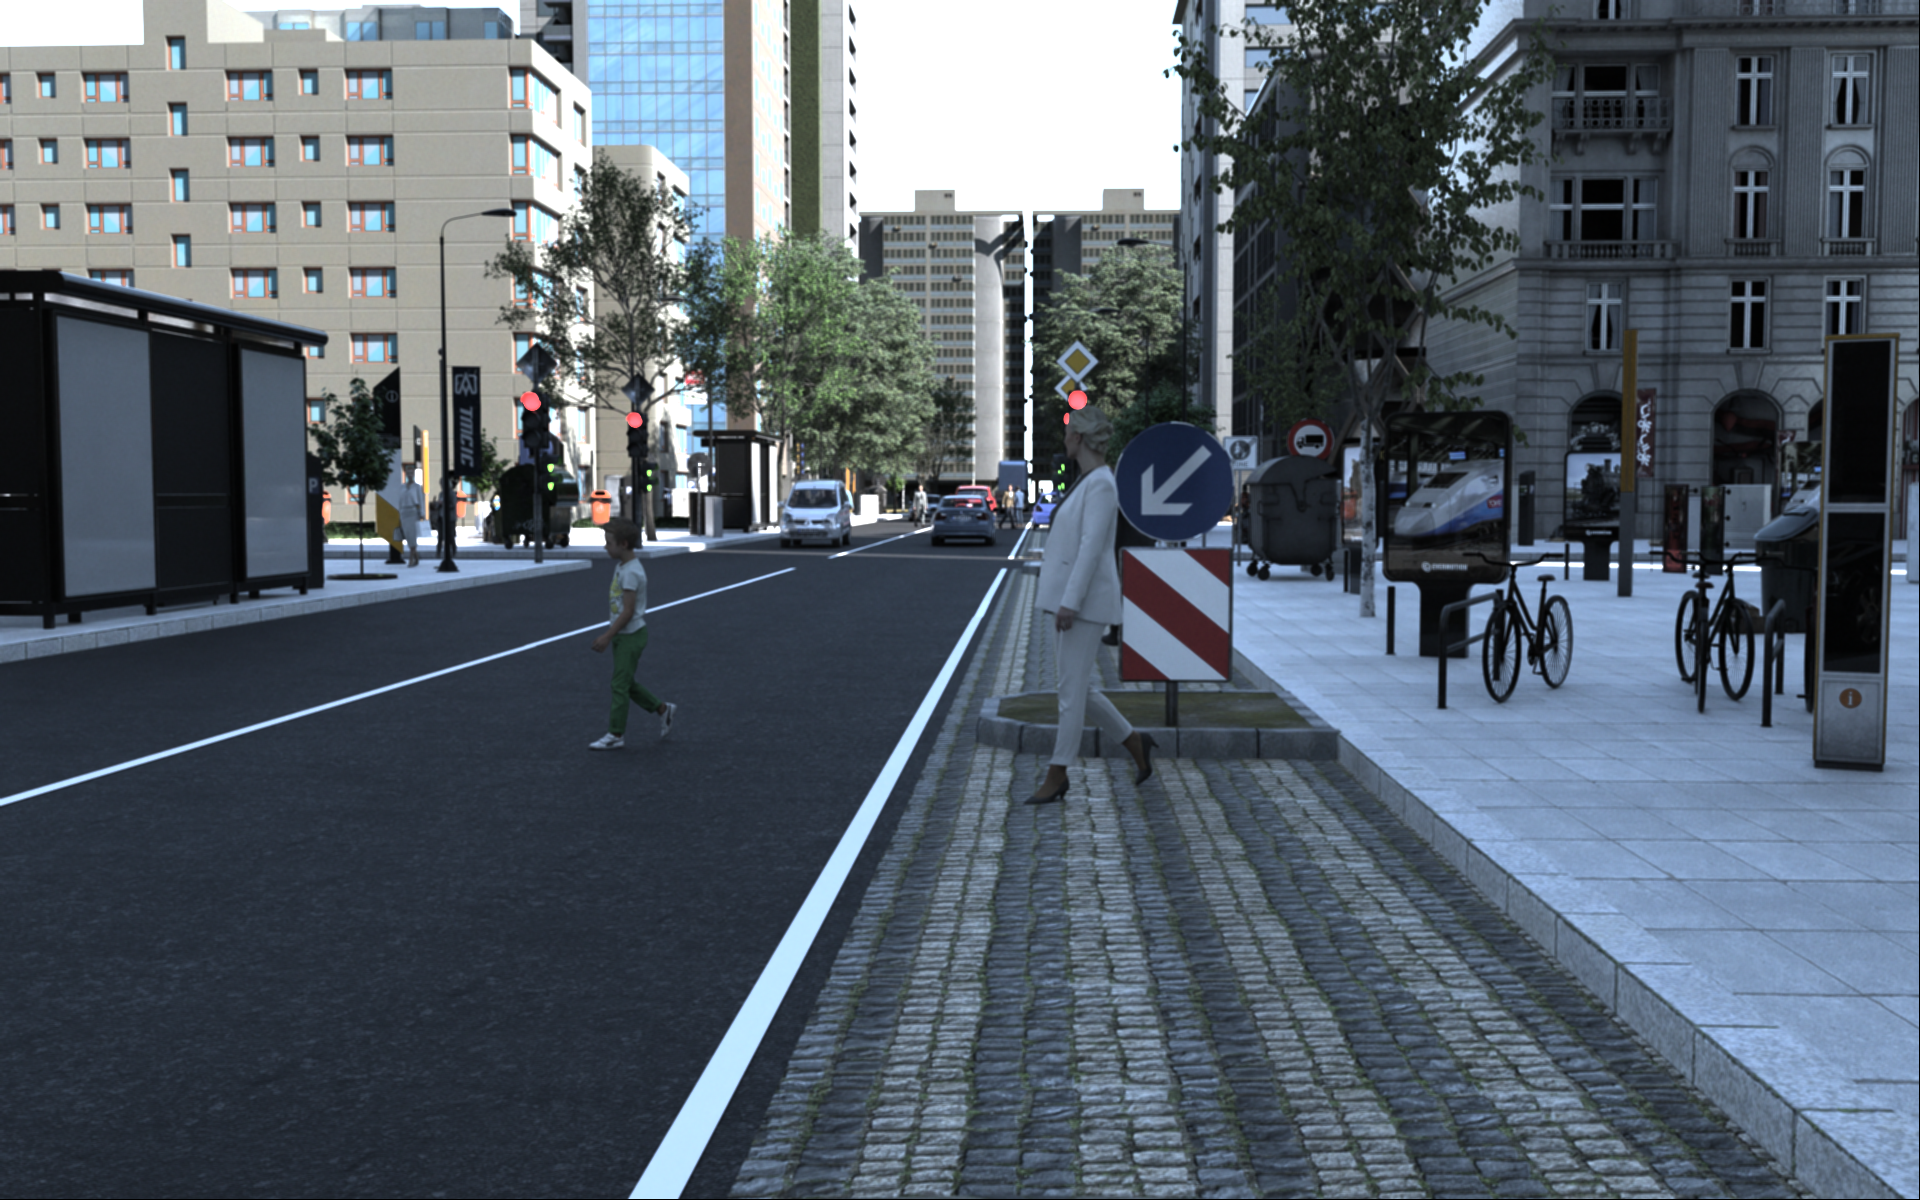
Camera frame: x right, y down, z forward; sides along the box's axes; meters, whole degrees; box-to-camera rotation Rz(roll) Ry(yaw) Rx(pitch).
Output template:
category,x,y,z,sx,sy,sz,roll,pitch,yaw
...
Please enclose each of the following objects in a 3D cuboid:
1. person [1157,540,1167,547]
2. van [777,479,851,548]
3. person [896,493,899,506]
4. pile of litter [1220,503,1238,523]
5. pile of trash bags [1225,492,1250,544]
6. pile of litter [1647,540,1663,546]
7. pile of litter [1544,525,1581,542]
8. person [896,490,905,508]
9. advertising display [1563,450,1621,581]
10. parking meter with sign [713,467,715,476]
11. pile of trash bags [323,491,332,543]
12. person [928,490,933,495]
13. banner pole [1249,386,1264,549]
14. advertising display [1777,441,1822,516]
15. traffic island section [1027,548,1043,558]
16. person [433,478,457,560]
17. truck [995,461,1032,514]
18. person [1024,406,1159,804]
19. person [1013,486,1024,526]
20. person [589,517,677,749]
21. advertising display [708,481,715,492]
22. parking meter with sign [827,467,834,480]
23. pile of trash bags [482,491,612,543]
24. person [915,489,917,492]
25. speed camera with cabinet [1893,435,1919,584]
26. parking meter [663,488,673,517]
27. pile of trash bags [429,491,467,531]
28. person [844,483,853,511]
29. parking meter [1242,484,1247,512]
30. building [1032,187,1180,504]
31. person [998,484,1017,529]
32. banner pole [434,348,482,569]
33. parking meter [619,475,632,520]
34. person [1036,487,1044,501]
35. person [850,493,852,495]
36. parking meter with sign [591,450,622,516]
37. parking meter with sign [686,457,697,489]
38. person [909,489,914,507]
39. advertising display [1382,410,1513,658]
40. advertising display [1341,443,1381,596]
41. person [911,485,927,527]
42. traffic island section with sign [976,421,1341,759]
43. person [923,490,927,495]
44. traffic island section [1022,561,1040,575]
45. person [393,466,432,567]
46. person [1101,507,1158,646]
category,x,y,z,sx,sy,sz,roll,pitch,yaw
person,4.970,-2.177,41.616,0.580,1.828,0.573,0,4,6
van,-3.957,-2.488,47.686,2.013,2.044,4.112,0,4,1
person,-6.844,-11.107,190.835,0.799,1.438,0.628,3,4,36
pile of litter,12.278,-3.957,78.670,1.176,0.858,1.719,2,4,32
pile of trash bags,8.763,-2.107,44.203,3.447,1.369,1.912,-1,4,-8
pile of litter,17.405,-1.730,42.243,1.176,0.858,1.719,1,4,20
pile of litter,16.567,-1.982,46.375,1.719,0.858,1.176,1,4,20
person,-5.536,-9.435,160.313,0.705,1.822,1.348,3,5,42
advertising display,9.458,-1.251,25.676,0.974,1.923,0.123,1,4,23
parking meter with sign,-16.029,-7.169,113.479,0.543,3.016,1.738,0,4,2
pile of trash bags,-17.380,-2.170,45.233,1.912,1.369,3.447,0,4,6
person,-2.786,-9.548,163.076,0.530,1.710,0.541,-3,5,-42
banner pole,6.981,-3.074,40.284,0.401,3.779,0.863,1,4,18
advertising display,10.343,-0.964,20.983,0.123,1.923,0.974,-2,4,-24
traffic island section,2.558,-1.068,39.740,2.009,0.180,2.903,0,4,3
person,-10.871,-1.707,36.585,0.537,1.800,0.526,3,4,38
truck,3.814,-8.851,134.467,2.967,4.110,18.799,0,4,5
person,0.637,0.016,8.114,0.818,1.842,0.514,-2,4,-26
person,2.597,-4.154,76.602,0.419,1.800,0.721,3,5,44
person,-1.860,0.176,9.868,0.590,1.304,0.306,-3,5,-41
advertising display,-12.486,-4.932,85.844,0.974,1.923,0.123,-2,4,-28
parking meter with sign,-8.927,-6.989,110.524,1.738,3.016,0.543,0,4,-7
pile of trash bags,-11.080,-2.245,46.458,3.447,1.369,1.912,-1,4,-10
person,-4.086,-9.649,164.534,0.721,1.736,1.217,-1,4,-19
speed camera with cabinet,13.788,-1.877,25.025,0.660,3.252,2.038,-3,5,-40
parking meter,-12.441,-3.999,73.790,0.372,1.533,0.369,0,3,0
pile of trash bags,-18.624,-3.103,60.479,3.447,1.369,1.912,2,4,25
person,-4.356,-3.443,64.657,0.638,1.841,0.748,3,5,41
parking meter,16.483,-5.782,100.252,0.255,1.863,0.399,1,4,13
building,20.835,-32.445,222.354,23.993,40.220,32.217,0,4,3
person,1.978,-3.871,71.706,0.836,1.842,0.656,1,4,18
banner pole,-8.661,-2.437,29.870,0.863,3.779,0.401,-1,4,-15
parking meter,-10.150,-2.876,52.738,0.399,1.863,0.255,-3,5,-41
person,4.306,-4.960,89.986,0.661,1.777,0.834,-3,5,-43
person,-9.251,-8.876,151.885,1.217,1.743,0.721,1,4,16
parking meter with sign,-13.789,-4.447,68.970,1.738,3.016,0.543,-1,4,-10
parking meter with sign,-12.611,-5.199,81.264,0.543,3.016,1.738,0,4,-4
person,-4.929,-10.400,176.183,0.705,1.812,1.348,-1,4,-16
advertising display,3.813,-0.512,13.584,0.974,1.923,0.123,2,4,31
advertising display,5.121,-1.038,22.185,0.123,1.923,0.974,-1,4,-10
person,-1.749,-4.083,75.354,0.694,1.812,0.767,-1,4,-17
traffic island section with sign,1.107,-0.101,10.273,1.989,1.847,2.006,0,4,3
person,-3.859,-11.173,189.394,0.551,1.740,0.621,0,4,7
traffic island section,2.161,-0.580,31.764,2.009,0.180,2.903,0,4,3
person,-9.638,-1.478,30.562,0.694,1.780,0.624,2,4,26
person,1.575,-0.479,16.116,0.659,1.850,0.755,-1,4,-16
